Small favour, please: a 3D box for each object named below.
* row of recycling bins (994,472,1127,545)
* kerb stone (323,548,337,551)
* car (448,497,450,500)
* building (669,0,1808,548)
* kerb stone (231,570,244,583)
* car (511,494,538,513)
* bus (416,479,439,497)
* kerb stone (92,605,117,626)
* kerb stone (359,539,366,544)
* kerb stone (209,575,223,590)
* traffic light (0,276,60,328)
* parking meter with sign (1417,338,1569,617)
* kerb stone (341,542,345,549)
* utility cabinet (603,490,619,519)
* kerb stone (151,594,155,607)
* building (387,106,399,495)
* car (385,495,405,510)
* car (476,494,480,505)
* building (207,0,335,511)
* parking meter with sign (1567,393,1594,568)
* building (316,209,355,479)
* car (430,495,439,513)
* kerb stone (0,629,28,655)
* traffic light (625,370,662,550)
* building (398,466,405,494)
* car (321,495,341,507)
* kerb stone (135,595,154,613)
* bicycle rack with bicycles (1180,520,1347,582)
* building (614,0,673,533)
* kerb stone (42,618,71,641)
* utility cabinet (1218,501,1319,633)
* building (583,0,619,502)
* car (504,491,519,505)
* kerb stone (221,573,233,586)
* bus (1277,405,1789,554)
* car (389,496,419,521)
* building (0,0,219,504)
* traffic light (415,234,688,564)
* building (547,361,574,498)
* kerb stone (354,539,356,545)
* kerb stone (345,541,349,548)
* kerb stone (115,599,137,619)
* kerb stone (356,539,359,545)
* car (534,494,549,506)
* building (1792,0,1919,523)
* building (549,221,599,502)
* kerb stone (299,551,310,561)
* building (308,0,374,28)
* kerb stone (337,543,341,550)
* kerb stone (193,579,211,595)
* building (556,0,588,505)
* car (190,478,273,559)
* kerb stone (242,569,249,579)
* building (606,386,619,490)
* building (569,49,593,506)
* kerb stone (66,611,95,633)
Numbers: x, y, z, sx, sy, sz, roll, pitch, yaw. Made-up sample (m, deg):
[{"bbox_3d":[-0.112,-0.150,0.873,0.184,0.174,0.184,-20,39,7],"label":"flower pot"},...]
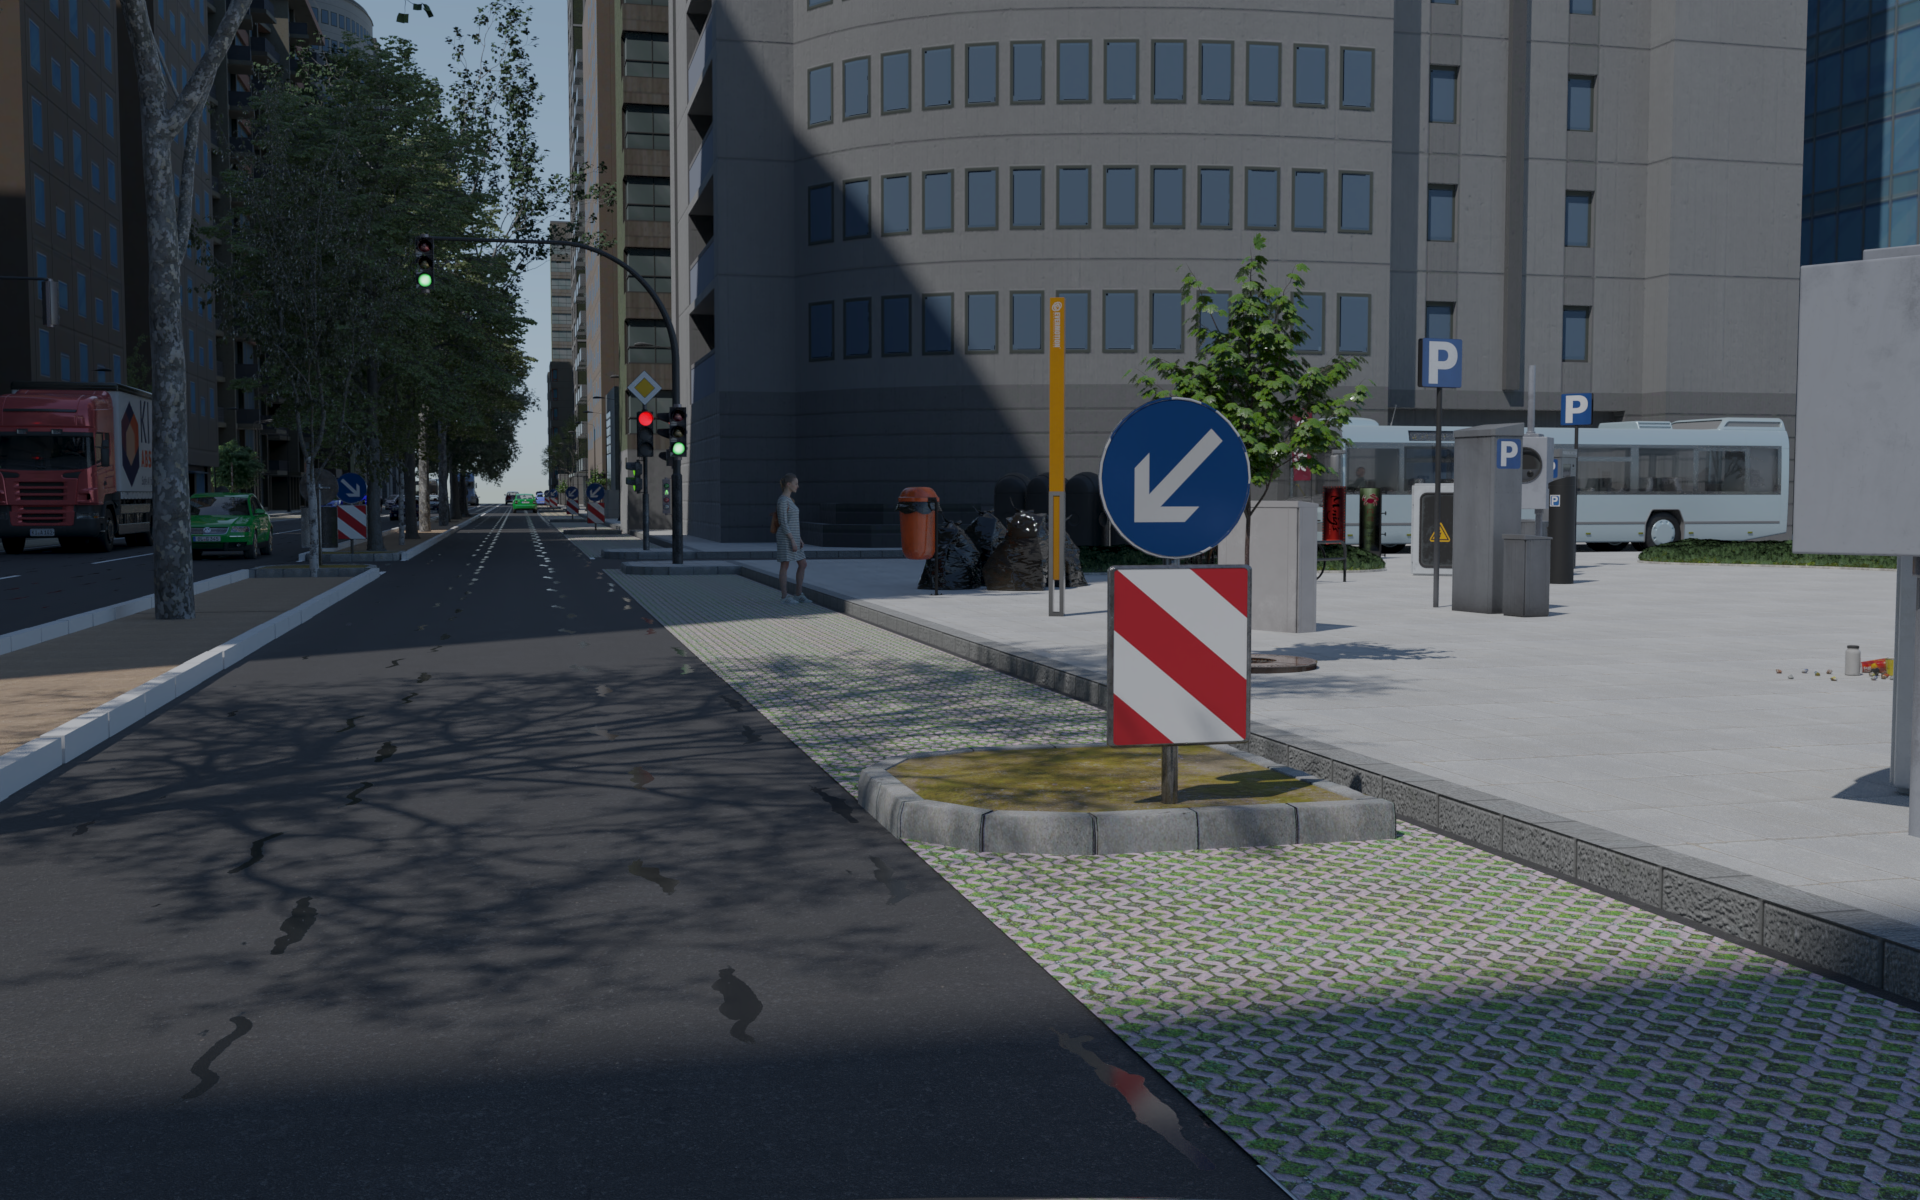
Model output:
[{"bbox_3d":[2.080,-1.555,32.543,3.534,1.692,1.069,3,5,39],"label":"row of recycling bins"},{"bbox_3d":[-15.462,-1.237,42.481,0.120,0.150,1.000,-1,4,-14],"label":"kerb stone"},{"bbox_3d":[-70.973,-13.757,237.287,2.083,1.381,4.827,-1,4,-15],"label":"car"},{"bbox_3d":[6.184,-31.158,51.427,28.212,58.520,21.231,-1,4,-14],"label":"building"},{"bbox_3d":[-11.782,-0.357,28.040,0.120,0.150,1.000,-1,4,-14],"label":"kerb stone"},{"bbox_3d":[-32.822,-7.446,130.545,1.959,1.807,4.718,-1,4,-15],"label":"car"},{"bbox_3d":[-62.952,-12.899,205.754,2.948,3.499,13.247,-1,4,-13],"label":"bus"},{"bbox_3d":[-9.501,0.189,19.098,0.120,0.150,1.000,-1,4,-14],"label":"kerb stone"},{"bbox_3d":[-17.481,-1.723,50.417,0.120,0.150,1.000,-1,4,-14],"label":"kerb stone"},{"bbox_3d":[-11.276,-0.236,26.055,0.120,0.150,1.000,-1,4,-14],"label":"kerb stone"},{"bbox_3d":[-21.278,-3.746,35.908,4.771,5.953,1.251,-1,4,-14],"label":"traffic light"},{"bbox_3d":[5.698,-1.375,18.738,0.543,3.016,1.738,-1,4,-22],"label":"parking meter with sign"},{"bbox_3d":[-15.964,-1.358,44.463,0.120,0.150,1.000,-1,4,-14],"label":"kerb stone"},{"bbox_3d":[-18.008,-4.952,89.643,0.318,1.500,1.173,1,4,22],"label":"utility cabinet"},{"bbox_3d":[-10.265,0.008,22.083,0.120,0.150,1.000,-1,4,-14],"label":"kerb stone"},{"bbox_3d":[-86.153,-41.911,227.243,21.231,58.520,28.212,-1,4,-14],"label":"building"},{"bbox_3d":[-51.827,-8.995,159.429,2.083,1.381,4.827,-1,4,-13],"label":"car"},{"bbox_3d":[-65.215,-13.600,231.407,2.155,1.783,4.494,-1,4,-16],"label":"car"},{"bbox_3d":[-65.685,-30.068,146.230,22.147,44.769,28.867,-1,4,-14],"label":"building"},{"bbox_3d":[10.119,-2.030,29.450,0.543,3.016,1.738,3,5,43],"label":"parking meter with sign"},{"bbox_3d":[-67.246,-24.287,168.791,14.160,30.474,14.107,-1,4,-14],"label":"building"},{"bbox_3d":[-40.724,-7.371,133.102,1.945,1.354,3.894,-1,4,-14],"label":"car"},{"bbox_3d":[-8.744,0.372,16.106,0.120,0.150,1.000,-1,4,-14],"label":"kerb stone"},{"bbox_3d":[-7.189,-3.091,39.461,0.839,4.253,0.868,-1,4,-14],"label":"traffic light"},{"bbox_3d":[-87.231,-29.271,250.277,14.160,30.474,14.107,-1,4,-14],"label":"building"},{"bbox_3d":[-46.555,-7.229,127.786,1.945,1.707,3.694,-1,4,-15],"label":"car"},{"bbox_3d":[-10.015,0.073,21.085,0.120,0.150,1.000,-1,4,-14],"label":"kerb stone"},{"bbox_3d":[4.156,-0.724,25.224,2.925,0.926,2.852,-3,5,-43],"label":"bicycle rack with bicycles"},{"bbox_3d":[-6.790,-18.219,69.586,14.160,30.474,14.107,-1,4,-14],"label":"building"},{"bbox_3d":[-9.003,0.315,17.108,0.120,0.150,1.000,-1,4,-14],"label":"kerb stone"},{"bbox_3d":[2.906,-0.320,16.396,0.306,1.237,1.020,-3,4,-38],"label":"utility cabinet"},{"bbox_3d":[-25.407,-30.658,151.363,14.600,45.320,14.200,-1,4,-14],"label":"building"},{"bbox_3d":[-59.503,-13.568,230.507,2.281,1.827,5.304,-1,4,-14],"label":"car"},{"bbox_3d":[-11.537,-0.297,27.044,0.120,0.150,1.000,-1,4,-14],"label":"kerb stone"},{"bbox_3d":[13.234,-2.830,41.130,13.247,3.499,2.948,-1,4,-16],"label":"bus"},{"bbox_3d":[-30.119,-5.014,94.558,1.945,1.354,3.894,-1,4,-13],"label":"car"},{"bbox_3d":[-43.978,-26.384,81.490,14.600,45.320,14.200,-1,4,-14],"label":"building"},{"bbox_3d":[-7.223,-3.450,31.069,4.771,5.953,1.251,-1,4,-14],"label":"traffic light"},{"bbox_3d":[-43.392,-24.327,242.783,27.650,21.520,28.899,-1,4,-14],"label":"building"},{"bbox_3d":[-16.725,-1.544,47.436,0.120,0.150,1.000,-1,4,-14],"label":"kerb stone"},{"bbox_3d":[-16.217,-1.422,45.456,0.120,0.150,1.000,-1,4,-14],"label":"kerb stone"},{"bbox_3d":[-9.748,0.129,20.090,0.120,0.150,1.000,-1,4,-14],"label":"kerb stone"},{"bbox_3d":[-16.976,-1.603,48.427,0.120,0.150,1.000,-1,4,-14],"label":"kerb stone"},{"bbox_3d":[-51.288,-12.413,212.545,1.945,1.707,3.694,-1,4,-14],"label":"car"},{"bbox_3d":[35.253,-24.826,56.014,14.200,45.320,14.600,-1,4,-14],"label":"building"},{"bbox_3d":[-54.591,-35.367,261.848,14.154,41.232,14.086,-1,4,-14],"label":"building"},{"bbox_3d":[-14.197,-0.935,37.516,0.120,0.150,1.000,-1,4,-14],"label":"kerb stone"},{"bbox_3d":[-78.498,-40.248,200.056,21.231,58.520,28.212,-1,4,-14],"label":"building"},{"bbox_3d":[-15.711,-1.301,43.473,0.120,0.150,1.000,-1,4,-14],"label":"kerb stone"},{"bbox_3d":[-11.025,-0.174,25.064,0.120,0.150,1.000,-1,4,-14],"label":"kerb stone"},{"bbox_3d":[-40.254,-47.604,216.569,20.563,71.187,20.611,-1,4,-14],"label":"building"},{"bbox_3d":[-16.736,-1.865,39.282,1.959,1.807,4.718,-1,4,-15],"label":"car"},{"bbox_3d":[-12.037,-0.416,29.031,0.120,0.150,1.000,-1,4,-14],"label":"kerb stone"},{"bbox_3d":[-8.548,-48.087,98.896,22.319,86.520,31.000,-1,4,-14],"label":"building"},{"bbox_3d":[-27.170,-33.915,174.111,23.786,49.044,30.456,-1,4,-14],"label":"building"},{"bbox_3d":[-9.251,0.251,18.099,0.120,0.150,1.000,-1,4,-14],"label":"kerb stone"}]
